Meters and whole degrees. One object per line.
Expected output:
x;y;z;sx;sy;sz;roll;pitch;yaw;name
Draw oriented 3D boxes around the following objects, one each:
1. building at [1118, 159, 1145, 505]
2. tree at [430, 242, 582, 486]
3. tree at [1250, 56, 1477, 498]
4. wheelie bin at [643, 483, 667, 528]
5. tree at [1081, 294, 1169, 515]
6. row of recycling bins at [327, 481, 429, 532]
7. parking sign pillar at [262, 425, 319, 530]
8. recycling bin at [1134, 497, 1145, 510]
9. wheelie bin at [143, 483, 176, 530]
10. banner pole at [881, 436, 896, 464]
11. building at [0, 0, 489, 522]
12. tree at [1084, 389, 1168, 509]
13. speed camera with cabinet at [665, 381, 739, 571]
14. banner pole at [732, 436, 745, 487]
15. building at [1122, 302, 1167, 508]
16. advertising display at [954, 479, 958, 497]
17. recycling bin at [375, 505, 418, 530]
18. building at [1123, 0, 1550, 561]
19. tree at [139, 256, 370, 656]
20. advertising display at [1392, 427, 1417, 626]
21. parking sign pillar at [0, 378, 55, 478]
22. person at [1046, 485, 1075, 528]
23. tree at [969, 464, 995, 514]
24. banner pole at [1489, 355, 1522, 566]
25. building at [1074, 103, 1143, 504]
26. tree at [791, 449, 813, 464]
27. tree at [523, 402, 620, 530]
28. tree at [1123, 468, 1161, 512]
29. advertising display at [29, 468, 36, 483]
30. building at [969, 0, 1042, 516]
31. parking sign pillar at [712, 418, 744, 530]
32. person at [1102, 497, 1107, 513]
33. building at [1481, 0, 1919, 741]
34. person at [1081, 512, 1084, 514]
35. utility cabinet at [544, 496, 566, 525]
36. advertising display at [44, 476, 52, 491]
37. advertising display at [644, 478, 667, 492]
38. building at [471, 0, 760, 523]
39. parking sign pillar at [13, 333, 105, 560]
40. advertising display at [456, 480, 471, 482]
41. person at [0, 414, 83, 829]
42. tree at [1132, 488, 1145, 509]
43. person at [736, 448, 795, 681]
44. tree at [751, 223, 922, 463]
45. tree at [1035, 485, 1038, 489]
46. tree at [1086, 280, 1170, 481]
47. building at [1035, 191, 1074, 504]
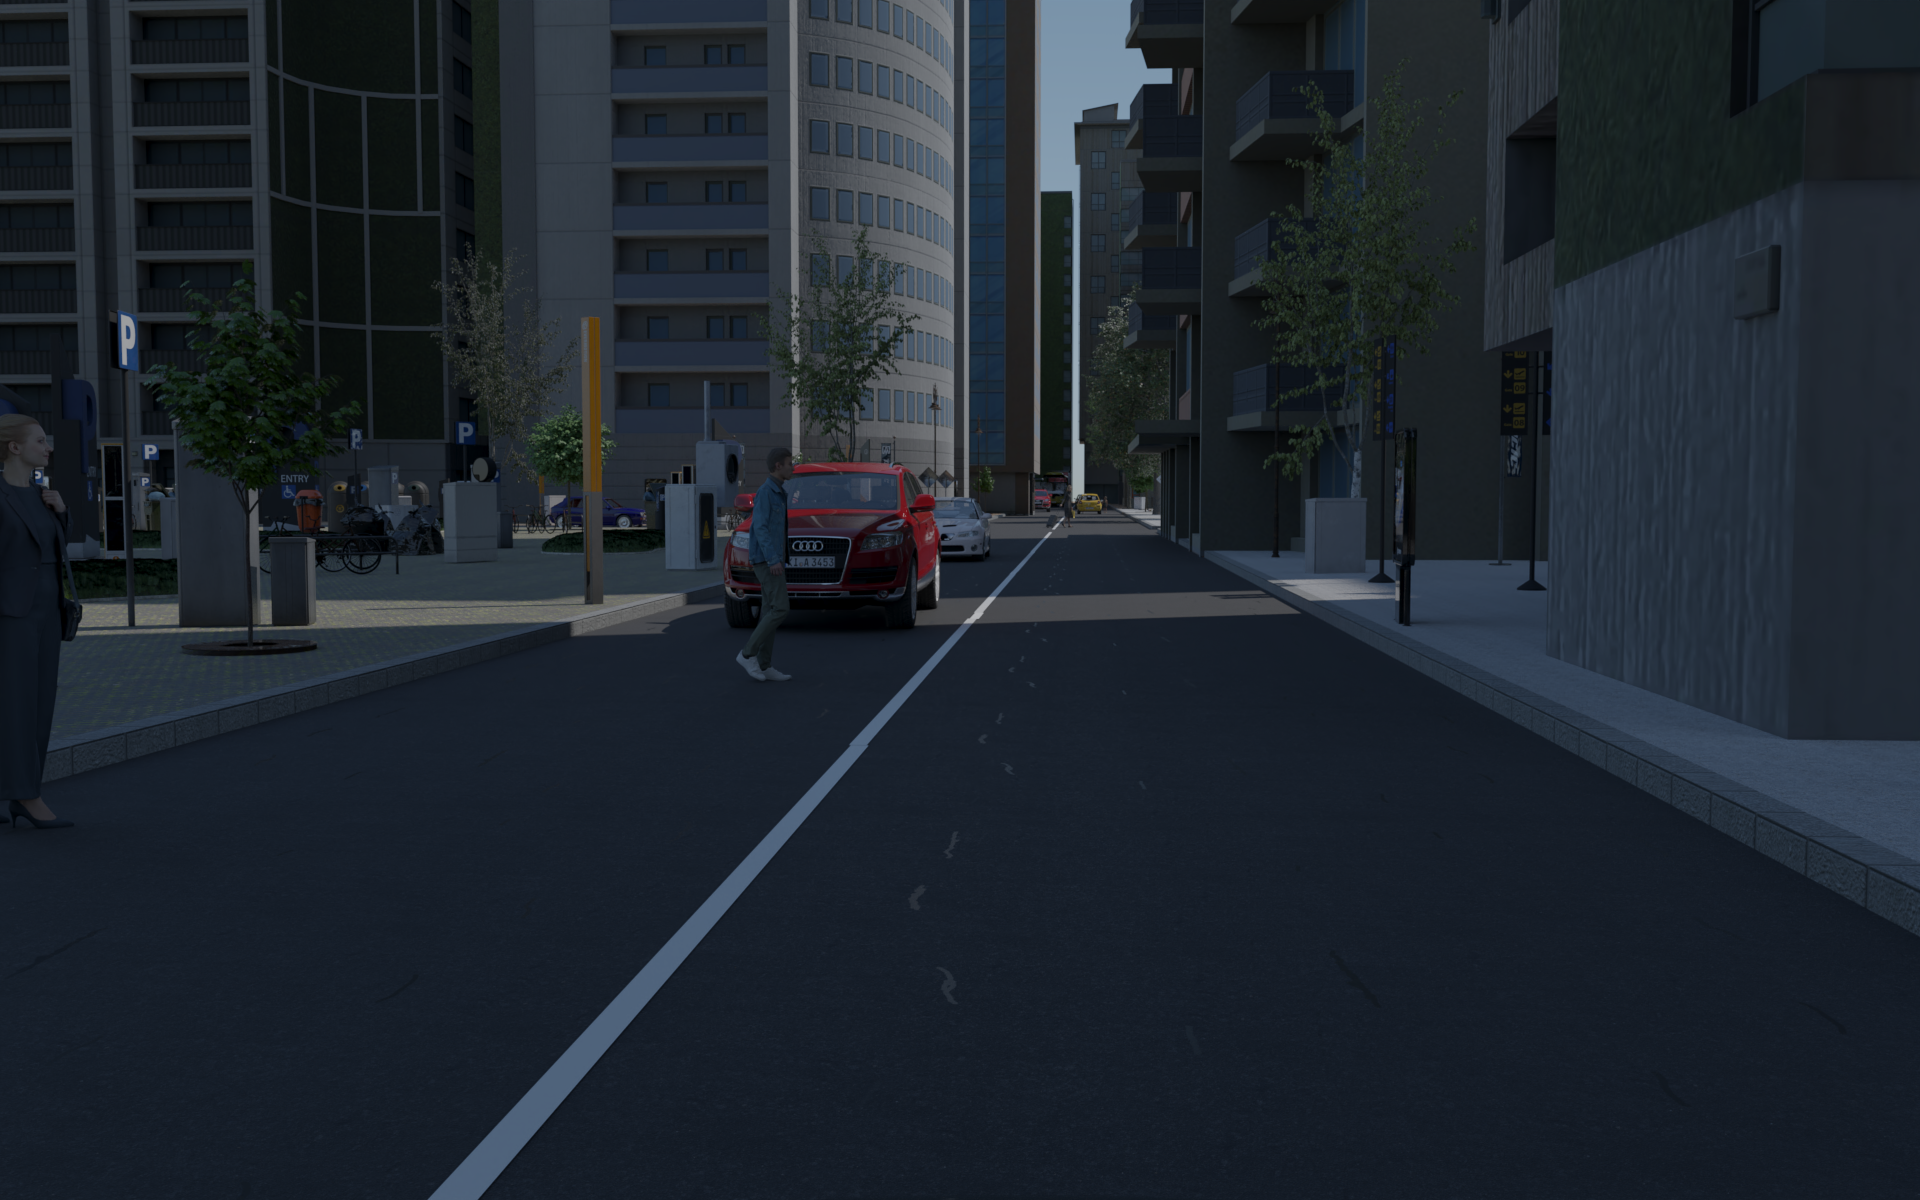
26.649;-32.428;213.793;14.154;41.232;14.086;0;4;4;building
-13.602;-6.179;51.389;4.360;8.622;3.978;0;3;0;tree
6.904;-4.878;30.110;4.737;8.622;4.395;0;3;0;tree
-8.744;-2.583;50.137;0.693;1.594;0.980;3;5;41;wheelie bin
12.476;-12.331;108.270;9.857;13.997;8.962;0;3;0;tree
-18.551;-2.945;55.260;3.534;1.692;1.069;1;4;13;row of recycling bins
-16.885;-3.376;43.670;1.447;3.967;1.447;0;4;-4;parking sign pillar
14.879;-8.002;143.387;0.722;1.027;0.722;2;4;33;recycling bin
-23.909;-2.672;51.596;0.980;1.594;0.693;3;5;43;wheelie bin
-3.031;-5.177;74.661;0.863;3.779;0.401;1;4;22;banner pole
-34.419;-39.439;83.076;20.611;71.187;20.563;0;4;4;building
14.246;-13.498;146.439;9.928;11.665;9.643;0;3;0;tree
-4.395;-2.159;29.641;0.660;3.252;2.038;1;4;13;speed camera with cabinet
-9.475;-5.136;73.988;0.863;3.779;0.401;3;4;36;banner pole
30.025;-19.762;168.144;27.650;21.520;28.899;0;4;4;building
-0.189;-4.378;76.800;0.123;1.923;0.974;0;4;3;advertising display
-12.836;-1.648;39.497;0.722;1.027;0.722;3;5;44;recycling bin
15.629;-23.903;45.441;22.147;44.769;28.867;0;4;4;building
-5.701;-1.197;14.178;1.663;3.219;1.824;0;3;0;tree
4.405;-0.732;17.185;0.123;1.923;0.974;1;4;8;advertising display
-19.238;-2.817;34.523;1.447;3.967;1.447;0;4;1;parking sign pillar
4.319;-3.988;73.917;1.509;1.804;0.699;-2;4;-31;person
1.643;-7.075;110.283;1.663;3.219;1.824;0;3;0;tree
9.921;-2.523;31.270;0.863;3.779;0.401;-3;5;-40;banner pole
29.654;-39.882;241.305;27.495;52.752;28.713;0;4;4;building
-6.794;-4.823;73.456;1.663;3.219;1.824;0;3;0;tree
-13.856;-4.774;61.761;4.285;4.588;4.351;0;3;0;tree
15.041;-9.482;138.740;4.285;4.588;4.351;0;3;0;tree
-17.009;-1.606;31.480;0.123;1.923;0.974;-1;4;-10;advertising display
-1.564;-28.662;118.729;14.600;45.320;14.200;0;4;4;building
-8.339;-4.512;62.241;1.447;3.967;1.447;2;4;31;parking sign pillar
10.868;-7.145;129.996;0.362;1.253;0.373;0;4;5;person
11.815;-14.846;14.440;14.160;30.474;14.107;0;4;4;building
9.001;-6.984;127.364;0.332;1.250;0.352;1;4;19;person
-17.023;-3.770;72.793;0.306;1.237;1.020;2;4;28;utility cabinet
-33.153;-3.518;62.740;0.974;1.923;0.123;3;4;38;advertising display
-12.611;-4.074;71.830;0.974;1.923;0.123;-3;4;-37;advertising display
-10.939;-33.503;89.773;21.231;58.520;28.212;0;4;4;building
-15.218;-2.529;29.814;1.447;3.967;1.447;-1;4;-15;parking sign pillar
-23.067;-4.615;80.661;0.974;1.923;0.123;2;4;31;advertising display
-4.079;0.093;7.406;0.534;1.772;0.576;-1;4;-12;person
15.721;-9.685;152.953;1.663;3.219;1.824;0;3;0;tree
-1.478;-0.269;13.237;0.444;1.785;0.601;1;4;9;person
-3.231;-5.882;46.540;4.737;8.622;4.395;0;3;0;tree
8.227;-12.955;206.419;1.663;3.219;1.824;0;3;0;tree
10.915;-10.516;88.949;9.611;12.733;9.660;0;3;0;tree
8.414;-33.797;236.171;14.086;41.232;14.154;0;4;4;building
